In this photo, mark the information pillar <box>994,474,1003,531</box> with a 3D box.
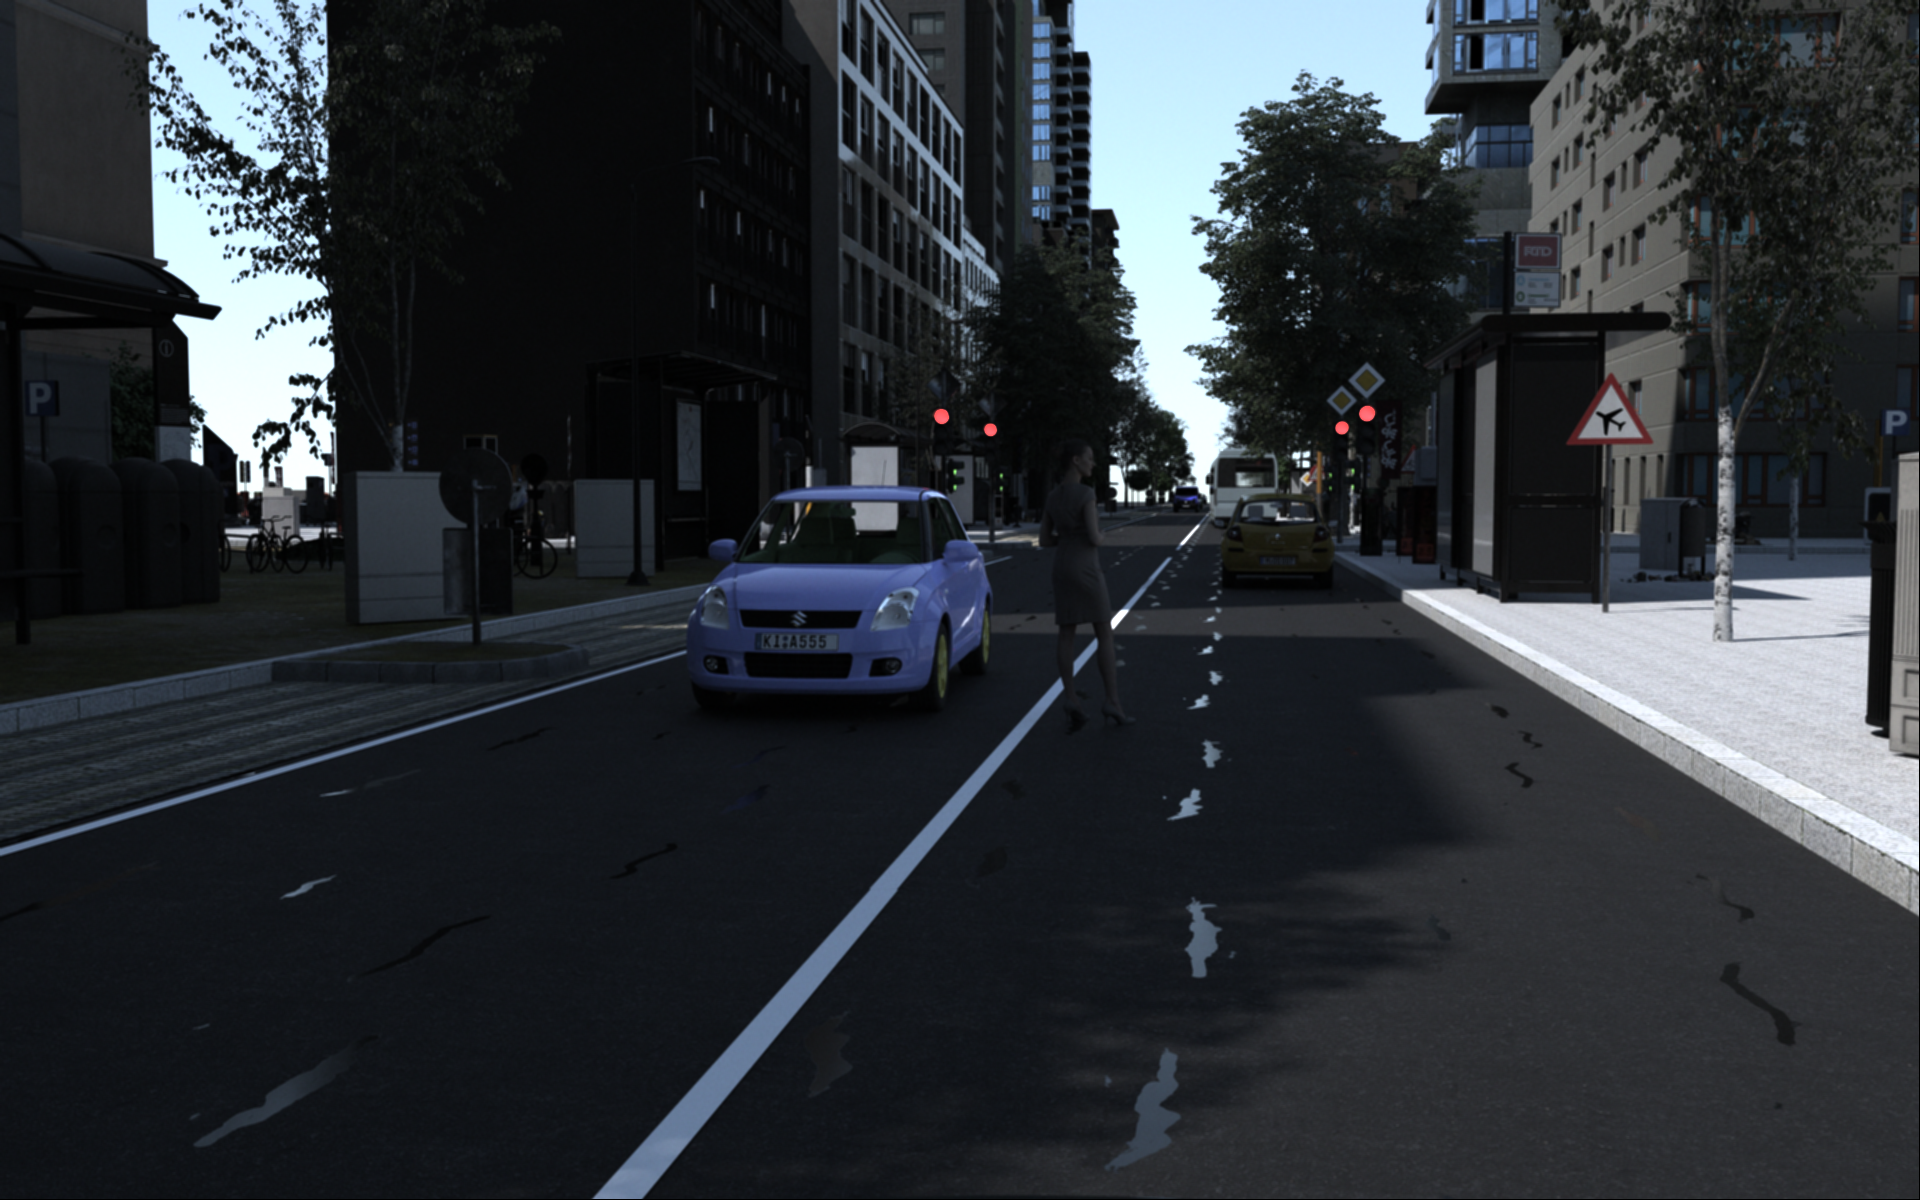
[{"bbox_3d":[1.339,-3.437,60.691,0.304,2.012,0.304,0,4,-2],"label":"information pillar"}]

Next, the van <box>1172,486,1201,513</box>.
[{"bbox_3d":[17.583,-7.941,134.223,2.240,2.365,5.245,1,4,9],"label":"van"}]

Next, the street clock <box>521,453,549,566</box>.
[{"bbox_3d":[-7.600,-1.617,31.015,0.471,2.002,0.358,0,4,-4],"label":"street clock"}]

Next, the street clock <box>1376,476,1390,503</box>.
[{"bbox_3d":[16.668,-3.896,68.268,0.471,2.002,0.358,-1,4,-17],"label":"street clock"}]

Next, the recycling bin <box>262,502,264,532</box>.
[{"bbox_3d":[-23.163,-2.820,58.662,0.722,1.027,0.722,0,4,-7],"label":"recycling bin"}]

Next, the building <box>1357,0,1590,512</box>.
[{"bbox_3d":[35.850,-48.117,99.376,22.319,86.520,31.000,1,4,9],"label":"building"}]

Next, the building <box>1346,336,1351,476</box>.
[{"bbox_3d":[52.677,-19.802,168.797,27.650,21.520,28.899,1,4,9],"label":"building"}]

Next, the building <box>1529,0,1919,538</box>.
[{"bbox_3d":[37.532,-13.245,61.592,28.899,21.520,27.650,1,4,9],"label":"building"}]

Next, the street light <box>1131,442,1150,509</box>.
[{"bbox_3d":[15.730,-10.995,152.307,1.470,5.913,1.316,1,4,9],"label":"street light"}]

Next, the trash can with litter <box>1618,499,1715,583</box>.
[{"bbox_3d":[10.560,-0.902,25.800,2.233,1.210,1.678,-2,4,-29],"label":"trash can with litter"}]

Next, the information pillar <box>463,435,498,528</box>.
[{"bbox_3d":[-5.979,-1.049,21.646,0.304,2.012,0.304,1,4,18],"label":"information pillar"}]

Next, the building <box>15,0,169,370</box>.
[{"bbox_3d":[-43.729,-17.168,66.599,20.117,28.700,13.634,1,4,9],"label":"building"}]

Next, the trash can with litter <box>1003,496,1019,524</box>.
[{"bbox_3d":[1.741,-3.924,75.213,1.678,1.210,2.233,1,4,19],"label":"trash can with litter"}]

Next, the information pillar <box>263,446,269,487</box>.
[{"bbox_3d":[-34.146,-5.742,85.240,0.183,3.616,0.504,0,4,1],"label":"information pillar"}]

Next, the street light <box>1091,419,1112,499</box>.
[{"bbox_3d":[8.462,-8.141,105.649,1.470,5.913,1.316,1,4,9],"label":"street light"}]

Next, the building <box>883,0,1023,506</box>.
[{"bbox_3d":[-3.057,-27.306,130.048,14.154,41.232,14.086,1,4,9],"label":"building"}]

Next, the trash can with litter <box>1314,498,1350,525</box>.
[{"bbox_3d":[15.223,-3.751,72.383,2.233,1.210,1.678,1,4,17],"label":"trash can with litter"}]

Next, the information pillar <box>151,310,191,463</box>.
[{"bbox_3d":[-9.683,-1.831,21.291,0.183,3.616,0.504,2,4,24],"label":"information pillar"}]

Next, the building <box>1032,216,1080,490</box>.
[{"bbox_3d":[4.960,-25.125,182.493,14.160,30.474,14.107,1,4,9],"label":"building"}]

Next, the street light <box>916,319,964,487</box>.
[{"bbox_3d":[-0.591,-4.509,46.255,1.470,5.913,1.316,1,4,9],"label":"street light"}]

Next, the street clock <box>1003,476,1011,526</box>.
[{"bbox_3d":[1.909,-4.019,70.274,0.358,2.002,0.471,0,4,7],"label":"street clock"}]

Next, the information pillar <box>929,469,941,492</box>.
[{"bbox_3d":[-0.717,-2.887,51.698,0.304,2.012,0.304,3,5,41],"label":"information pillar"}]

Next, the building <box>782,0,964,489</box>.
[{"bbox_3d":[-11.886,-17.406,89.104,19.350,26.468,34.151,1,4,9],"label":"building"}]

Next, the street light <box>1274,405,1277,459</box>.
[{"bbox_3d":[16.478,-7.134,89.189,1.470,5.913,1.316,1,4,9],"label":"street light"}]

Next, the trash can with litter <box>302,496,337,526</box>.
[{"bbox_3d":[-25.520,-3.579,69.577,2.233,1.210,1.678,-1,4,-16],"label":"trash can with litter"}]

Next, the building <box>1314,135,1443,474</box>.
[{"bbox_3d":[51.643,-34.585,215.569,14.600,45.320,14.200,1,4,9],"label":"building"}]

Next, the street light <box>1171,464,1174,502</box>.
[{"bbox_3d":[28.199,-15.980,233.807,1.470,5.913,1.316,1,4,9],"label":"street light"}]

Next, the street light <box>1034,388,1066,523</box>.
[{"bbox_3d":[3.934,-6.325,75.952,1.470,5.913,1.316,1,4,9],"label":"street light"}]

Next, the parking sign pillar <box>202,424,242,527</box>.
[{"bbox_3d":[-28.791,-4.829,67.420,1.447,3.967,1.447,1,4,22],"label":"parking sign pillar"}]

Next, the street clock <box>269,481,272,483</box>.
[{"bbox_3d":[-39.522,-5.803,99.451,0.471,2.002,0.358,-3,5,-40],"label":"street clock"}]

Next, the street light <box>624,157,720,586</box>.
[{"bbox_3d":[-4.002,-3.154,24.114,1.470,5.913,1.316,1,4,9],"label":"street light"}]

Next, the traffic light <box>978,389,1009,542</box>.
[{"bbox_3d":[0.869,-3.500,46.142,0.839,4.253,0.868,1,4,9],"label":"traffic light"}]

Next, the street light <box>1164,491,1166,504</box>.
[{"bbox_3d":[23.544,-14.164,204.130,1.470,5.913,1.316,1,4,9],"label":"street light"}]

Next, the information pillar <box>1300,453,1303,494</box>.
[{"bbox_3d":[18.063,-6.139,91.732,0.183,3.616,0.504,1,4,17],"label":"information pillar"}]

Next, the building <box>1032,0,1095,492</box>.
[{"bbox_3d":[7.255,-56.034,228.834,22.319,86.520,31.000,1,4,9],"label":"building"}]

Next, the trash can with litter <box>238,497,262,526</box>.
[{"bbox_3d":[-28.923,-3.610,70.407,1.055,1.170,0.624,0,3,0],"label":"trash can with litter"}]

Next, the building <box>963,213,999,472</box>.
[{"bbox_3d":[-3.648,-15.843,113.787,10.420,20.320,16.860,1,4,9],"label":"building"}]

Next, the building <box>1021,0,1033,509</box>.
[{"bbox_3d":[-1.614,-30.206,143.984,14.600,45.320,14.200,1,4,9],"label":"building"}]

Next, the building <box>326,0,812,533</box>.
[{"bbox_3d":[-13.325,-14.301,63.494,12.332,23.373,15.834,1,4,9],"label":"building"}]

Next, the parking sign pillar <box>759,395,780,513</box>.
[{"bbox_3d":[-5.534,-3.620,47.660,1.447,3.967,1.447,3,5,42],"label":"parking sign pillar"}]

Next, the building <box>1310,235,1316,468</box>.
[{"bbox_3d":[56.429,-34.244,243.489,14.154,41.232,14.086,1,4,9],"label":"building"}]

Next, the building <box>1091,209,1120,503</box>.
[{"bbox_3d":[12.350,-37.011,259.759,22.147,44.769,28.867,1,4,9],"label":"building"}]

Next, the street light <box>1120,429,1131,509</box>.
[{"bbox_3d":[11.048,-9.137,121.926,1.470,5.913,1.316,1,4,9],"label":"street light"}]

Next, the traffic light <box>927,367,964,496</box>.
[{"bbox_3d":[-0.341,-3.017,38.249,0.839,4.253,0.868,1,4,9],"label":"traffic light"}]

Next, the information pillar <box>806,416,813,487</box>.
[{"bbox_3d":[-4.488,-3.685,51.608,0.183,3.616,0.504,-1,4,-21],"label":"information pillar"}]

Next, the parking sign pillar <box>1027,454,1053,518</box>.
[{"bbox_3d":[4.262,-6.352,92.332,1.447,3.967,1.447,0,4,-5],"label":"parking sign pillar"}]

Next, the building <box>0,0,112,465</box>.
[{"bbox_3d":[-27.214,-35.646,21.067,20.611,71.187,20.563,1,4,9],"label":"building"}]

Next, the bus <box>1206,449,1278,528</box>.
[{"bbox_3d":[12.421,-5.001,76.620,2.948,3.499,13.247,0,4,7],"label":"bus"}]

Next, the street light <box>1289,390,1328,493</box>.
[{"bbox_3d":[12.031,-5.316,59.462,1.470,5.913,1.316,1,4,9],"label":"street light"}]

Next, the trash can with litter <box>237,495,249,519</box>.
[{"bbox_3d":[-36.838,-4.689,87.718,1.678,1.210,2.233,1,4,23],"label":"trash can with litter"}]

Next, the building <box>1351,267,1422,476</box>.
[{"bbox_3d":[47.216,-18.068,140.450,27.650,21.520,28.899,1,4,9],"label":"building"}]

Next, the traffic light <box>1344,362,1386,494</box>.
[{"bbox_3d":[8.618,-2.934,36.896,0.839,4.253,0.868,1,4,9],"label":"traffic light"}]

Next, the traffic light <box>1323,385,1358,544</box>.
[{"bbox_3d":[9.828,-3.417,44.789,0.839,4.253,0.868,1,4,9],"label":"traffic light"}]

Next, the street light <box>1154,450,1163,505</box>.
[{"bbox_3d":[20.296,-12.811,181.998,1.470,5.913,1.316,1,4,9],"label":"street light"}]
